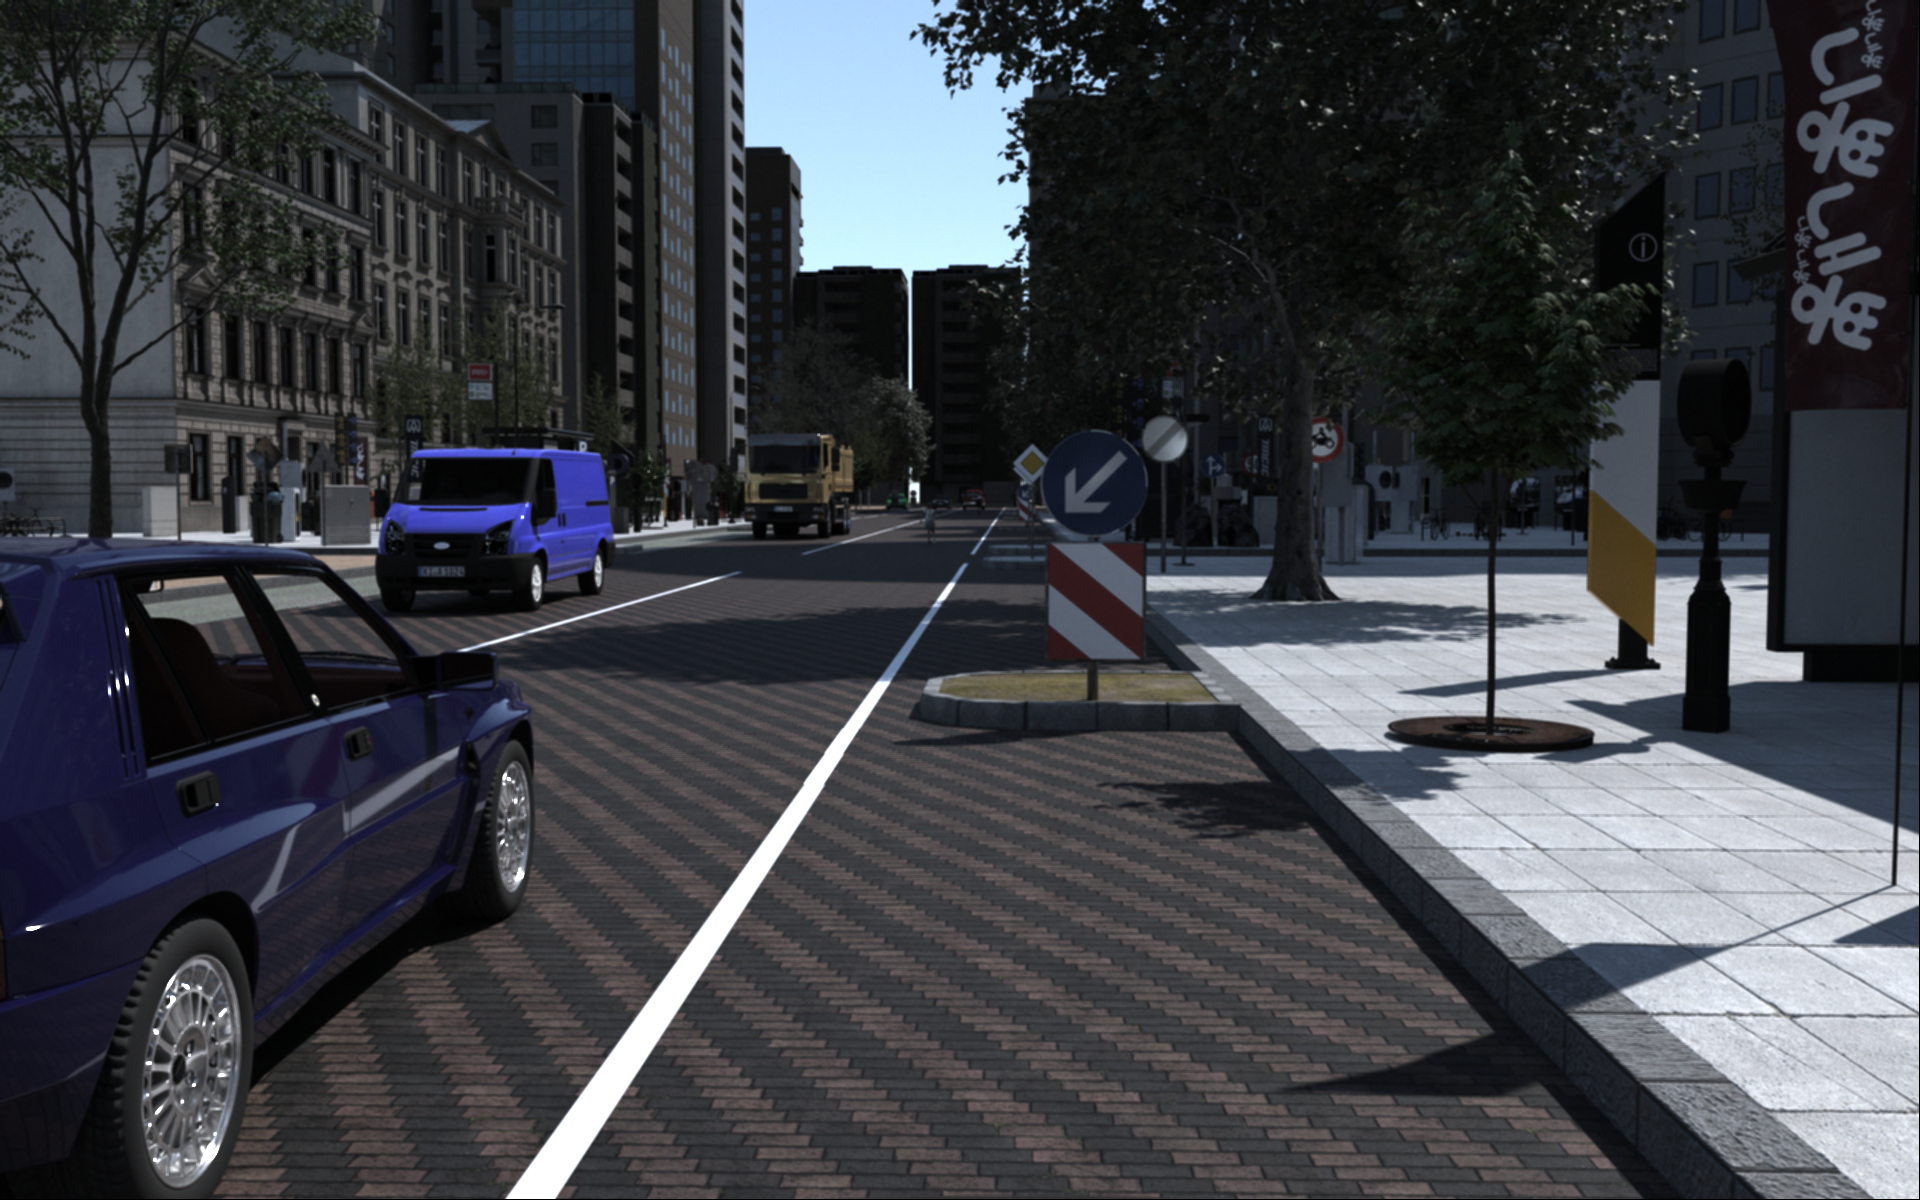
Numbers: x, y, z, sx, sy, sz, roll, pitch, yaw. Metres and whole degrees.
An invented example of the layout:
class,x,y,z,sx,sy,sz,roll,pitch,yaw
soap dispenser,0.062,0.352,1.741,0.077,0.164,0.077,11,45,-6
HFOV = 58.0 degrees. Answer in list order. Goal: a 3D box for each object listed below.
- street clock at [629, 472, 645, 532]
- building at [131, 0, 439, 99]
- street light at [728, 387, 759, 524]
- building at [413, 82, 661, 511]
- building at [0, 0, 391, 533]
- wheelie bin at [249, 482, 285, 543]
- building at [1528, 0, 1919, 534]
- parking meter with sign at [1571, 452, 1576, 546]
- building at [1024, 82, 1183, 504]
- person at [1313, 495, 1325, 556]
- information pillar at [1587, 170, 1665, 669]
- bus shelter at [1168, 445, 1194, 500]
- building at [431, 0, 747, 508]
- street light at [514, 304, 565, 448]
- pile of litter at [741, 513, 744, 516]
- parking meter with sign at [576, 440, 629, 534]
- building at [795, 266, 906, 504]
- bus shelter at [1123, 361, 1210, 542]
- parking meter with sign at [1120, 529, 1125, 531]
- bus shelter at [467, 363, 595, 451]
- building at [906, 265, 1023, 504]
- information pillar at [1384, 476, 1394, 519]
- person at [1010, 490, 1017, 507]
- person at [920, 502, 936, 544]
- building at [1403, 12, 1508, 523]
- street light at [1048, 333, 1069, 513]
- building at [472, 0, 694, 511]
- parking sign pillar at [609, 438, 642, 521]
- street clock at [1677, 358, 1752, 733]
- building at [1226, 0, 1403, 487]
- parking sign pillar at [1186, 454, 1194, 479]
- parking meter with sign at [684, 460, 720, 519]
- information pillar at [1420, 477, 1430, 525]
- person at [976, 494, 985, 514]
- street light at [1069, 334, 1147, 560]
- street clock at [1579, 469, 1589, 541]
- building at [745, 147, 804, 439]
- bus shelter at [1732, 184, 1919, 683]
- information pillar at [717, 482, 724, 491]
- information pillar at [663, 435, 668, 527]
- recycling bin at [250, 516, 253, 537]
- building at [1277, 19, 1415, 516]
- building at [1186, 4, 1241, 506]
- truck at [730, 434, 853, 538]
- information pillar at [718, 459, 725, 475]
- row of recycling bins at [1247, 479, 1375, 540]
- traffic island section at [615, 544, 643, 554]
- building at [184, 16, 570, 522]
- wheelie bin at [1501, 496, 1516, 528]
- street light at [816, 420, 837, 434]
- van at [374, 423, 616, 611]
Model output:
class,x,y,z,sx,sy,sz,roll,pitch,yaw
street clock,-10.838,-3.275,58.110,0.471,2.002,0.358,1,4,10
building,-63.951,-35.312,166.593,27.495,52.752,28.713,0,4,2
street light,-9.394,-6.283,75.263,1.470,5.913,1.316,0,4,2
building,-30.185,-21.622,125.225,14.160,30.474,14.107,0,4,2
building,-30.268,-12.322,66.089,10.561,19.102,19.286,0,4,2
wheelie bin,-18.033,-2.272,45.063,0.980,1.594,0.693,0,4,4
building,37.268,-31.889,63.379,28.212,58.520,21.231,0,4,2
parking meter with sign,15.937,-2.832,42.563,1.738,3.016,0.543,2,4,34
building,22.118,-39.056,227.802,27.495,52.752,28.713,0,4,2
person,7.575,-1.683,36.044,0.654,1.822,0.581,0,4,0
information pillar,4.873,-1.303,12.656,0.504,3.616,0.183,0,4,1
bus shelter,7.344,-4.290,64.066,2.014,3.302,5.546,0,4,2
building,-35.577,-38.355,169.108,28.212,58.520,21.231,0,4,2
street light,-10.348,-4.280,42.517,1.470,5.913,1.316,0,4,2
pile of litter,-12.209,-5.232,99.504,1.176,0.858,1.719,0,4,0
parking meter with sign,-11.553,-3.664,56.165,1.738,3.016,0.543,1,4,23
building,-13.801,-27.567,222.413,14.107,30.474,14.160,0,4,2
bus shelter,5.623,-4.397,49.525,2.179,5.291,8.768,0,4,2
parking meter with sign,5.060,-3.904,60.087,0.543,3.016,1.738,-3,4,-39
bus shelter,-13.870,-4.771,55.643,2.179,5.291,8.768,0,4,2
building,0.939,-27.496,221.263,14.107,30.474,14.160,0,4,2
information pillar,17.348,-4.010,70.051,0.304,2.012,0.304,-3,5,-43
person,6.099,-11.153,190.812,1.348,1.831,0.705,-2,4,-27
person,-0.914,-2.201,49.499,0.505,1.210,0.382,1,4,12
building,28.670,-24.405,82.624,14.154,41.232,14.086,0,4,2
street light,3.362,-4.736,49.978,1.470,5.913,1.316,0,4,2
building,-29.433,-29.894,138.882,14.600,45.320,14.200,0,4,2
parking sign pillar,-16.231,-5.791,83.158,1.447,3.967,1.447,2,4,24
street clock,4.052,-0.292,9.346,0.358,2.002,0.471,3,5,43
building,32.679,-31.371,132.526,23.786,49.044,30.456,0,4,2
parking sign pillar,15.395,-7.843,116.708,1.447,3.967,1.447,0,4,-6
parking meter with sign,-13.015,-5.585,87.571,1.738,3.016,0.543,1,4,17
information pillar,19.617,-4.191,73.010,0.304,2.012,0.304,0,4,-8
person,1.426,-6.732,121.751,0.628,1.438,0.799,0,4,1
street light,2.942,-3.744,33.752,1.470,5.913,1.316,0,4,2
street clock,17.228,-2.626,47.502,0.471,2.002,0.358,2,4,25
building,-27.932,-35.033,222.895,14.200,45.320,14.600,0,4,2
bus shelter,6.263,-0.938,9.252,2.014,3.302,5.546,0,4,2
information pillar,-12.582,-5.303,91.193,0.304,2.012,0.304,2,4,33
information pillar,-11.574,-4.685,67.949,0.183,3.616,0.504,-1,4,-8
recycling bin,-20.787,-2.410,51.951,0.722,1.027,0.722,3,4,36
building,26.985,-20.652,109.361,14.160,30.474,14.107,0,4,2
building,31.746,-37.993,163.183,21.231,58.520,28.212,0,4,2
truck,-5.341,-3.799,58.039,3.469,3.379,9.791,0,4,2
information pillar,-15.924,-7.609,115.755,0.504,3.616,0.183,-3,5,-44
row of recycling bins,9.857,-2.547,48.748,3.534,1.692,1.069,0,4,0
traffic island section,-8.987,-1.241,42.564,2.009,0.180,2.903,0,4,2
building,-30.810,-16.747,92.903,14.460,24.649,34.723,0,4,2
wheelie bin,21.034,-3.557,66.058,0.693,1.594,0.980,0,4,3
street light,-8.382,-8.285,108.007,1.470,5.913,1.316,0,4,2
van,-6.074,-1.136,22.966,2.240,2.365,5.245,0,4,1
